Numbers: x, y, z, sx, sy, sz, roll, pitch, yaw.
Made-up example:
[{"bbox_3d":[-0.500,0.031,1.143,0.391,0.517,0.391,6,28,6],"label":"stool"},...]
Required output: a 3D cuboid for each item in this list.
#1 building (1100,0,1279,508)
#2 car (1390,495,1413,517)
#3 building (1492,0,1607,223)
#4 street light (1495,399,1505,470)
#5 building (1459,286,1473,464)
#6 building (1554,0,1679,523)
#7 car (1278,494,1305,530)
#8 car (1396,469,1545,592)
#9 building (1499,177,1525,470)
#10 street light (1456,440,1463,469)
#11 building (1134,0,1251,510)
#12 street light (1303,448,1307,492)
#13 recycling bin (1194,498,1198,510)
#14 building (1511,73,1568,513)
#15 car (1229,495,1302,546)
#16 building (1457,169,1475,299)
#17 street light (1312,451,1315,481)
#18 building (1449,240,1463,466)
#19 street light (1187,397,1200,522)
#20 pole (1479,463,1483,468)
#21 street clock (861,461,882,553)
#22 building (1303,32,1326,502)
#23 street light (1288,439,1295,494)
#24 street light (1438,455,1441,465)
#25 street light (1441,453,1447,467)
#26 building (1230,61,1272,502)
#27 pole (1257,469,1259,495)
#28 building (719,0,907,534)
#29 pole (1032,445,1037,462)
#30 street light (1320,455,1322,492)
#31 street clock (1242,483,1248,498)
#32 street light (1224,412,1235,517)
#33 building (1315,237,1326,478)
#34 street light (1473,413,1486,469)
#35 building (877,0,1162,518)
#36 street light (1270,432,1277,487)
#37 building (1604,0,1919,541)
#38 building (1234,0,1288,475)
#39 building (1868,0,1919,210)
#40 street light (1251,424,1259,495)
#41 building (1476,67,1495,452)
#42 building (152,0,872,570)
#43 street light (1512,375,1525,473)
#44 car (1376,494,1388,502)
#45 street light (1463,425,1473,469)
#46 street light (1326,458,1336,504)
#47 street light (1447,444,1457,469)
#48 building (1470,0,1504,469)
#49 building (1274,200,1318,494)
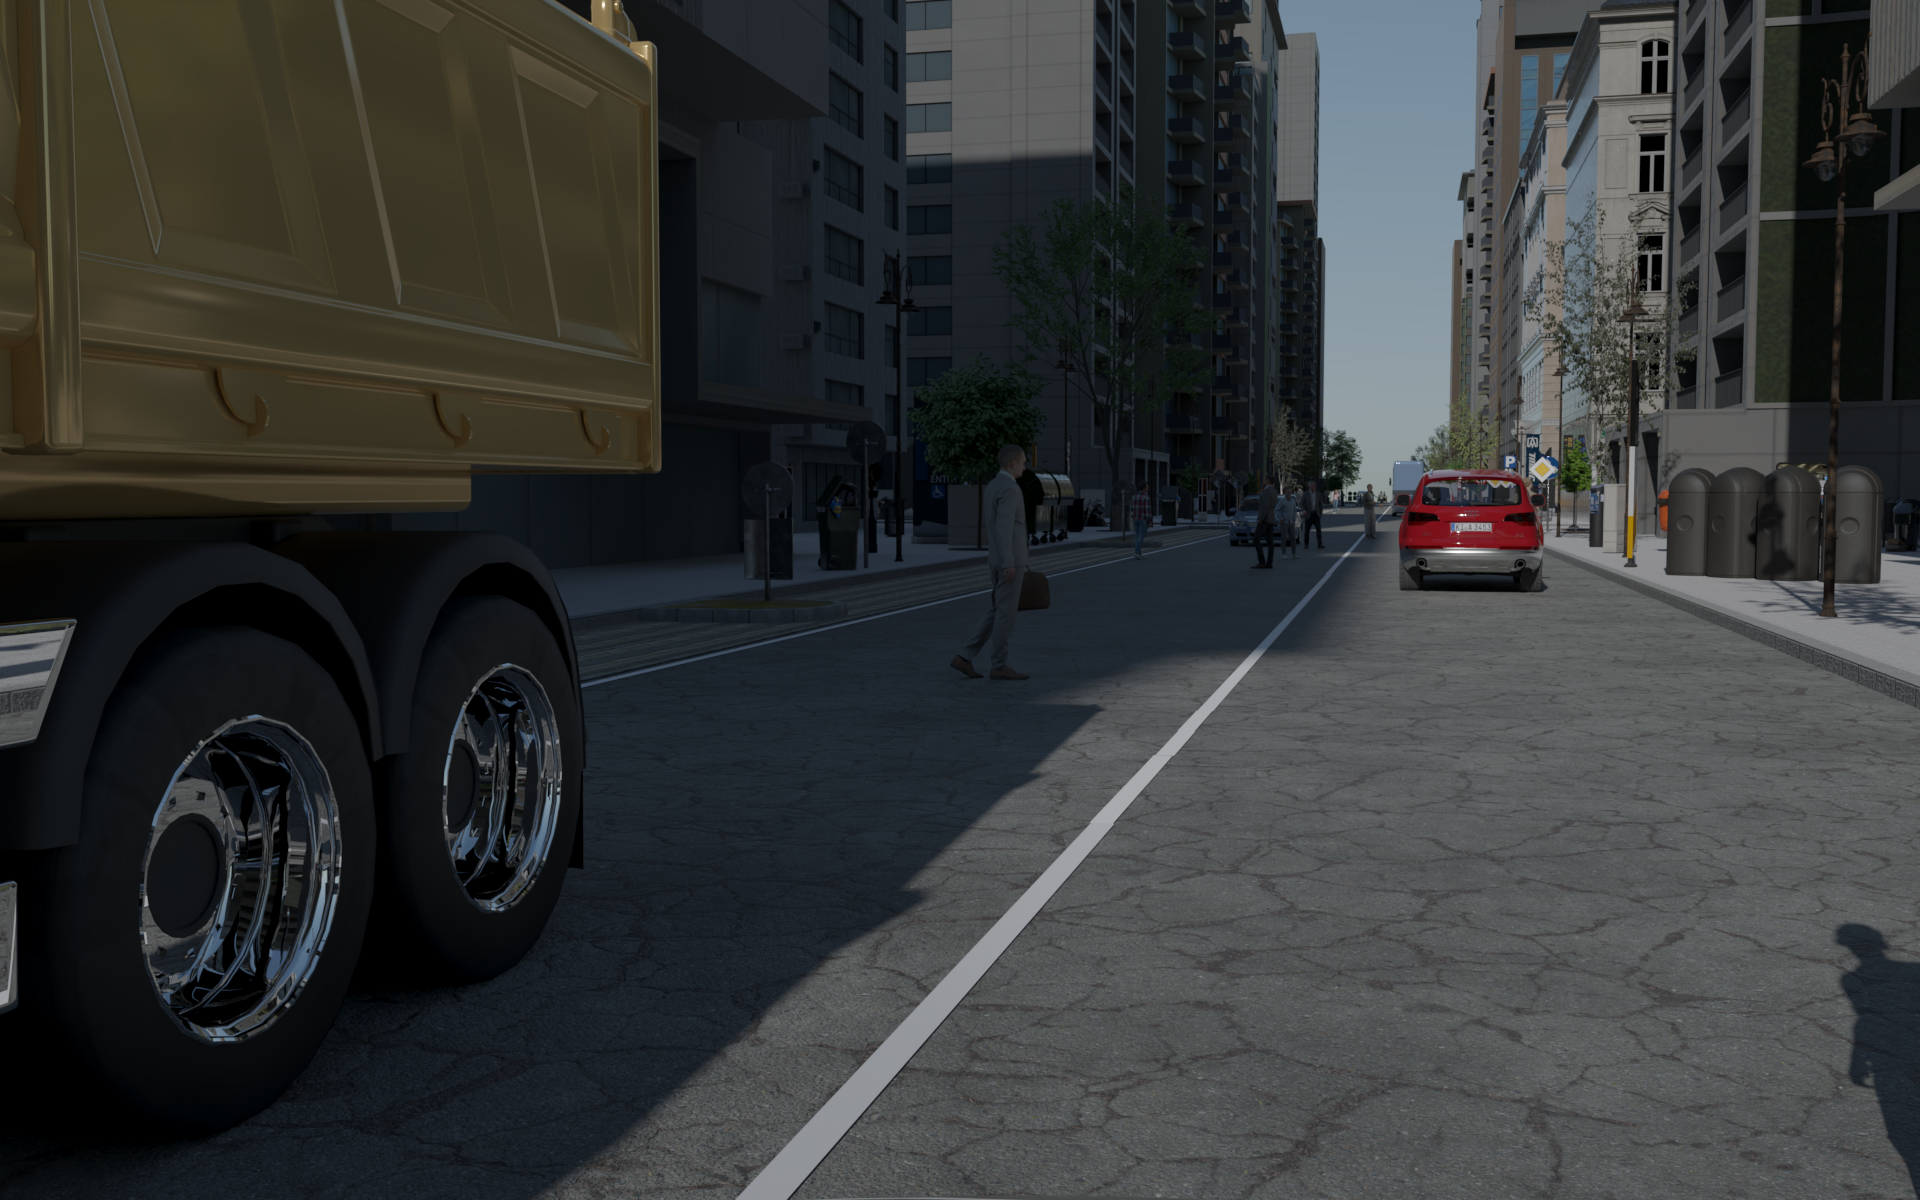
[{"bbox_3d":[28.913,-46.850,204.249,20.563,71.187,20.611,1,4,14],"label":"building"},{"bbox_3d":[28.835,-6.080,111.776,2.083,1.381,4.827,1,4,13],"label":"car"},{"bbox_3d":[54.730,-30.799,153.678,14.600,45.320,14.200,1,4,14],"label":"building"},{"bbox_3d":[25.597,-6.697,82.278,0.468,5.910,1.993,1,4,14],"label":"street light"},{"bbox_3d":[80.092,-29.414,252.626,14.160,30.474,14.107,1,4,14],"label":"building"},{"bbox_3d":[51.025,-18.529,79.359,44.131,29.872,17.030,1,4,14],"label":"building"},{"bbox_3d":[12.579,-3.565,68.069,2.009,1.686,4.222,1,4,13],"label":"car"},{"bbox_3d":[7.930,-1.117,26.944,2.281,1.827,5.304,1,4,16],"label":"car"},{"bbox_3d":[49.824,-20.821,133.929,14.314,27.812,24.014,1,4,14],"label":"building"},{"bbox_3d":[38.201,-9.718,131.675,0.468,5.910,1.993,1,4,14],"label":"street light"},{"bbox_3d":[10.664,-29.356,134.587,22.147,44.769,28.867,1,4,14],"label":"building"},{"bbox_3d":[33.795,-12.053,169.856,0.468,5.910,1.993,1,4,14],"label":"street light"},{"bbox_3d":[14.752,-6.000,110.652,0.722,1.027,0.722,-1,4,-20],"label":"recycling bin"},{"bbox_3d":[43.528,-19.947,112.034,13.634,28.700,20.117,1,4,14],"label":"building"},{"bbox_3d":[8.686,-2.265,49.038,2.014,1.417,4.499,1,4,15],"label":"car"},{"bbox_3d":[92.691,-41.688,270.835,28.713,52.752,27.495,1,4,14],"label":"building"},{"bbox_3d":[37.965,-13.049,186.136,0.468,5.910,1.993,1,4,14],"label":"street light"},{"bbox_3d":[90.325,-39.330,293.158,14.600,45.320,14.200,1,4,14],"label":"building"},{"bbox_3d":[10.659,-6.505,79.149,0.468,5.910,1.993,1,4,14],"label":"street light"},{"bbox_3d":[33.832,-7.259,112.533,0.158,3.312,0.155,0,3,0],"label":"pole"},{"bbox_3d":[-1.923,-2.022,37.629,0.358,2.002,0.471,2,4,33],"label":"street clock"},{"bbox_3d":[48.467,-51.215,275.615,20.563,71.187,20.611,1,4,14],"label":"building"},{"bbox_3d":[27.736,-10.591,145.954,0.468,5.910,1.993,1,4,14],"label":"street light"},{"bbox_3d":[52.935,-13.278,189.879,0.468,5.910,1.993,1,4,14],"label":"street light"},{"bbox_3d":[48.669,-12.259,173.229,0.468,5.910,1.993,1,4,14],"label":"street light"},{"bbox_3d":[21.099,-29.183,160.734,14.154,41.232,14.086,1,4,14],"label":"building"},{"bbox_3d":[24.413,-9.057,141.926,0.158,3.312,0.155,0,3,0],"label":"pole"},{"bbox_3d":[-9.697,-17.801,62.746,14.107,30.474,14.160,1,4,14],"label":"building"},{"bbox_3d":[3.009,-4.672,70.236,0.158,3.312,0.155,0,3,0],"label":"pole"},{"bbox_3d":[42.210,-14.050,202.501,0.468,5.910,1.993,1,4,14],"label":"street light"},{"bbox_3d":[18.493,-6.591,112.330,0.358,2.002,0.471,3,4,37],"label":"street clock"},{"bbox_3d":[14.914,-7.528,95.871,0.468,5.910,1.993,1,4,14],"label":"street light"},{"bbox_3d":[54.433,-39.375,293.894,14.600,45.320,14.200,1,4,14],"label":"building"},{"bbox_3d":[29.693,-7.707,98.804,0.468,5.910,1.993,1,4,14],"label":"street light"},{"bbox_3d":[1.745,-40.573,101.628,20.563,71.187,20.611,1,4,14],"label":"building"},{"bbox_3d":[23.428,-9.571,129.281,0.468,5.910,1.993,1,4,14],"label":"street light"},{"bbox_3d":[31.327,-37.414,49.965,20.563,71.187,20.611,1,4,14],"label":"building"},{"bbox_3d":[19.011,-36.288,182.555,28.713,52.752,27.495,1,4,14],"label":"building"},{"bbox_3d":[27.181,-26.120,16.295,28.713,52.752,27.495,1,4,14],"label":"building"},{"bbox_3d":[19.040,-8.517,112.044,0.468,5.910,1.993,1,4,14],"label":"street light"},{"bbox_3d":[63.871,-31.765,173.987,22.147,44.769,28.867,1,4,14],"label":"building"},{"bbox_3d":[-18.181,-26.691,25.640,28.713,52.752,27.495,1,4,14],"label":"building"},{"bbox_3d":[21.714,-5.792,67.489,0.468,5.910,1.993,1,4,14],"label":"street light"},{"bbox_3d":[73.756,-17.880,302.563,2.015,1.641,3.980,1,4,13],"label":"car"},{"bbox_3d":[33.975,-8.726,115.453,0.468,5.910,1.993,1,4,14],"label":"street light"},{"bbox_3d":[50.161,-15.982,234.098,0.468,5.910,1.993,1,4,14],"label":"street light"},{"bbox_3d":[44.650,-11.269,157.028,0.468,5.910,1.993,1,4,14],"label":"street light"},{"bbox_3d":[70.572,-40.322,201.260,21.231,58.520,28.212,1,4,14],"label":"building"},{"bbox_3d":[40.478,-36.587,252.815,22.147,44.769,28.867,1,4,14],"label":"building"}]
